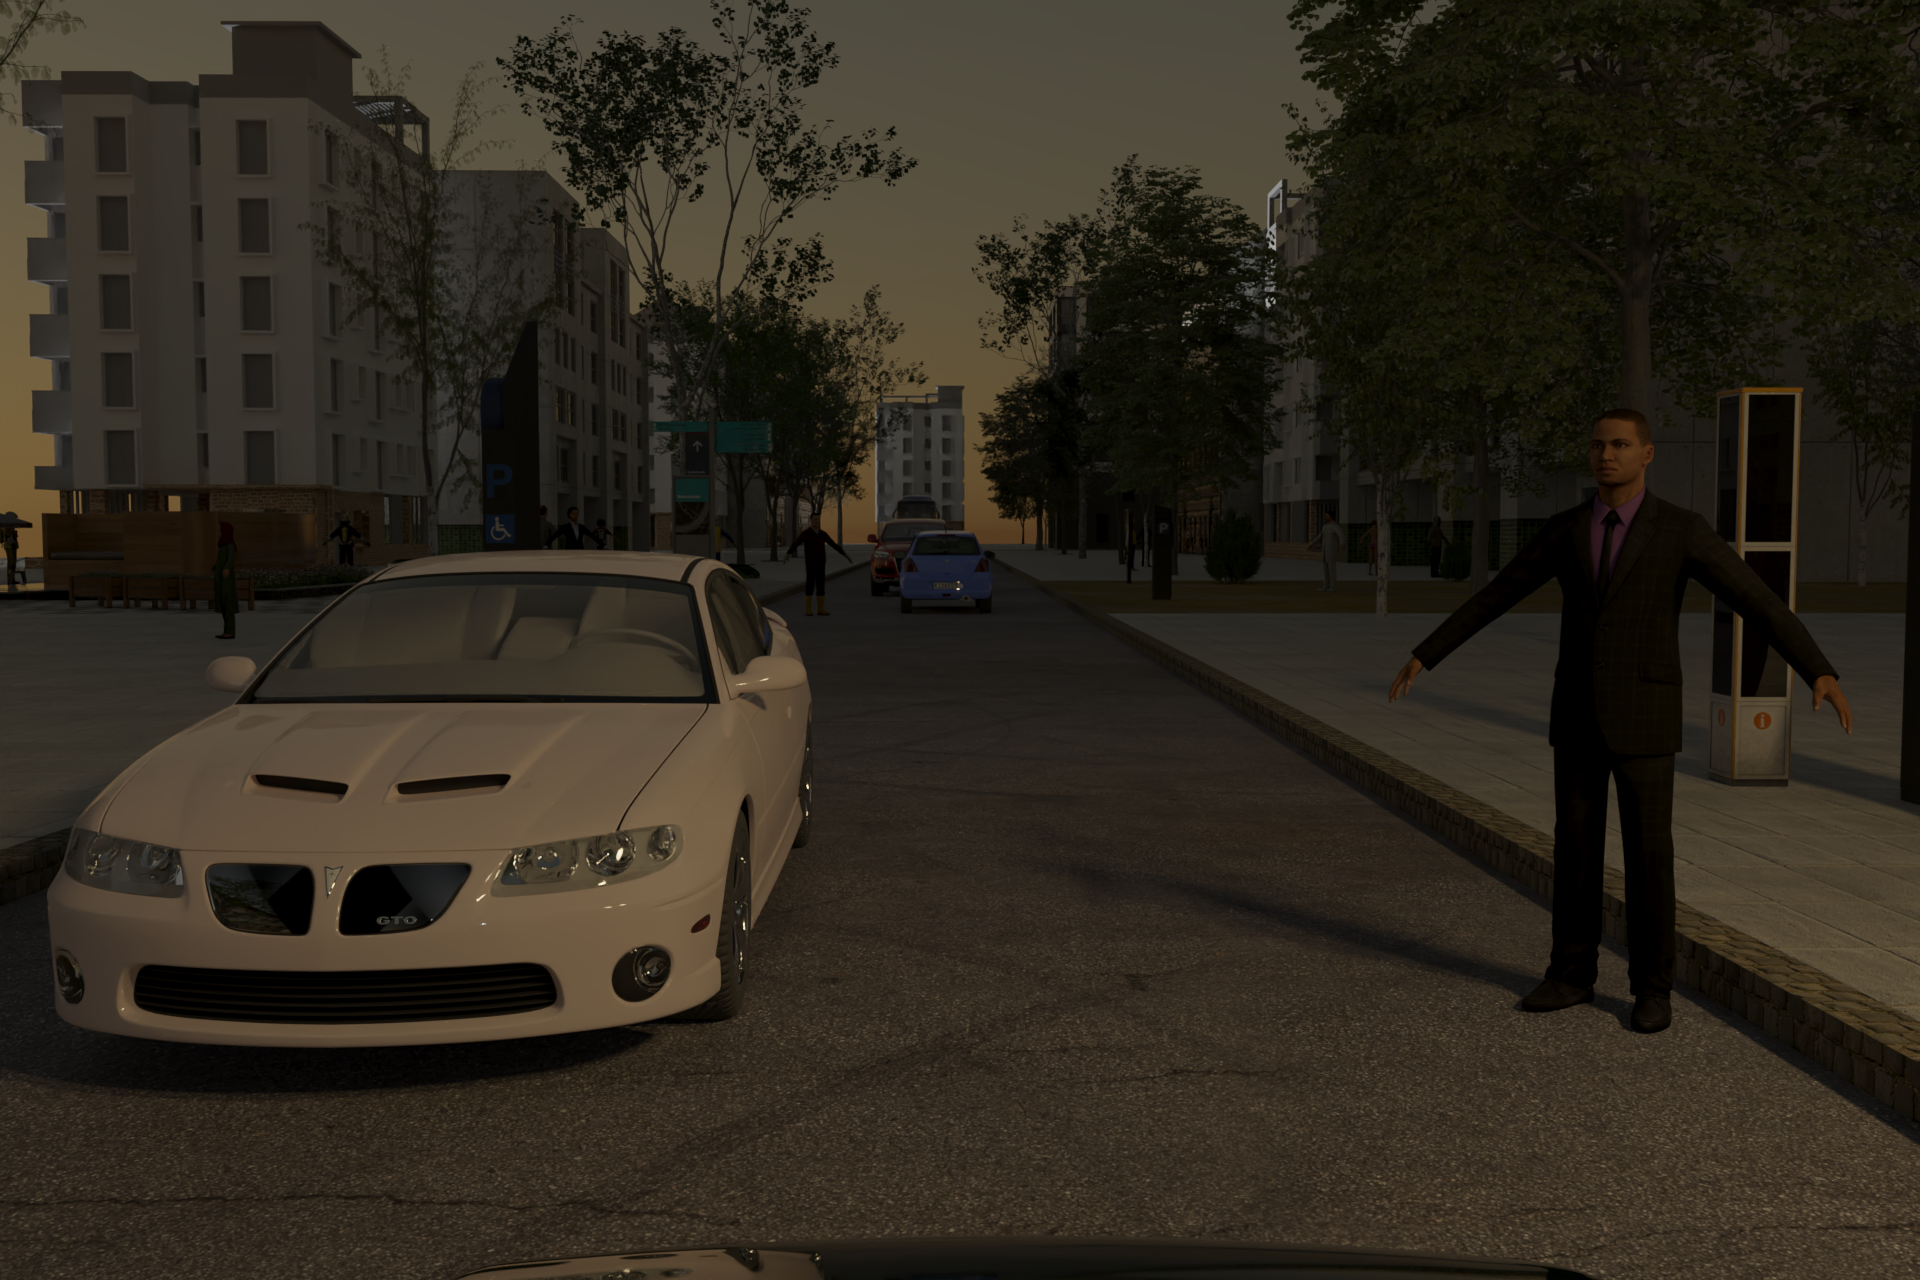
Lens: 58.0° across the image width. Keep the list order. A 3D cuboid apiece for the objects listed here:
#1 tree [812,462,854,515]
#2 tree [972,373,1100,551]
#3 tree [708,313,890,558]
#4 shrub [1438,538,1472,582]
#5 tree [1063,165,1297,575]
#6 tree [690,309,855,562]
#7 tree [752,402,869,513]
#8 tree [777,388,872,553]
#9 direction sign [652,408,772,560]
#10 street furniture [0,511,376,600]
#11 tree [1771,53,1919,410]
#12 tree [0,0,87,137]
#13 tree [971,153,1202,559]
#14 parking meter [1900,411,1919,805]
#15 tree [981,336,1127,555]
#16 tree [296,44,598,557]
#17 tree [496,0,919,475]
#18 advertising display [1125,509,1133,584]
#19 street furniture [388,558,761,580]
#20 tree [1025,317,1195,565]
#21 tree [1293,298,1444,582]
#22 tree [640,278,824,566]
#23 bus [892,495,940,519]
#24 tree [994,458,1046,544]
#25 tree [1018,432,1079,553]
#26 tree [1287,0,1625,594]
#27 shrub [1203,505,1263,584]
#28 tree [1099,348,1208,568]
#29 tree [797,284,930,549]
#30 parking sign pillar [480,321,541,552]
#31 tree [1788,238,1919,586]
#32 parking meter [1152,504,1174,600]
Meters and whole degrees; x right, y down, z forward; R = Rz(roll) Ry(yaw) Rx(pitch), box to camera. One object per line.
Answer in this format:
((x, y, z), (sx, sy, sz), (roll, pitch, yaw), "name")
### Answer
((-18.358, -18.986, 220.785), (12.009, 13.543, 11.850), (0, 3, 0), "tree")
((6.046, -13.875, 133.505), (9.857, 13.997, 8.962), (0, 3, 0), "tree")
((-9.016, -11.228, 93.950), (12.009, 13.543, 11.850), (0, 3, 0), "tree")
((13.292, -2.159, 46.409), (1.383, 1.207, 1.383), (0, 3, 0), "shrub")
((6.841, -8.310, 53.996), (7.486, 12.596, 7.792), (0, 3, 0), "tree")
((-8.742, -9.457, 80.378), (9.928, 11.665, 9.643), (0, 3, 0), "tree")
((-9.084, -10.543, 106.790), (7.601, 10.594, 8.767), (2, 4, 25), "tree")
((-9.486, -11.749, 117.849), (9.928, 11.665, 9.643), (0, 3, 0), "tree")
((-5.249, -2.965, 37.240), (2.525, 3.948, 1.411), (0, 4, -1), "direction sign")
((-15.325, -1.844, 36.997), (9.812, 1.723, 11.010), (0, 4, 2), "street furniture")
((21.235, -7.555, 33.890), (12.009, 13.543, 11.850), (0, 3, 0), "tree")
((-9.017, -3.775, 12.085), (4.360, 8.622, 3.978), (0, 3, 0), "tree")
((6.526, -14.196, 87.989), (12.611, 20.169, 13.585), (0, 3, 0), "tree")
((4.731, -0.153, 8.205), (0.399, 1.863, 0.255), (0, 4, 0), "parking meter")
((6.399, -12.080, 107.880), (12.009, 13.543, 11.850), (0, 3, 0), "tree")
((-8.516, -4.691, 27.058), (4.360, 8.622, 3.978), (0, 3, 0), "tree")
((-8.121, -12.204, 55.426), (12.611, 20.169, 13.585), (0, 3, 0), "tree")
((4.399, -2.441, 45.131), (0.123, 1.923, 0.974), (0, 3, 0), "advertising display")
((-10.673, -1.962, 47.700), (10.072, 0.657, 5.734), (0, 4, 1), "street furniture")
((6.506, -8.455, 72.650), (7.601, 10.594, 8.767), (1, 4, 19), "tree")
((11.146, -5.834, 45.744), (4.737, 8.622, 4.395), (0, 3, 0), "tree")
((-9.048, -8.860, 70.619), (9.928, 11.665, 9.643), (0, 3, 0), "tree")
((-2.721, -7.393, 112.416), (2.896, 3.916, 12.251), (0, 4, 0), "bus")
((7.919, -18.009, 220.202), (9.928, 11.665, 9.643), (0, 3, 0), "tree")
((5.620, -10.261, 118.122), (4.360, 8.622, 3.978), (0, 3, 0), "tree")
((10.674, -7.246, 36.601), (7.486, 12.596, 7.792), (0, 3, 0), "tree")
((7.085, -2.479, 44.958), (1.690, 2.028, 1.600), (0, 3, 0), "shrub")
((7.028, -7.042, 65.492), (4.360, 8.622, 3.978), (0, 3, 0), "tree")
((-8.707, -16.898, 132.163), (12.611, 20.169, 13.585), (0, 3, 0), "tree")
((-5.535, -2.013, 21.385), (1.447, 3.967, 1.447), (0, 4, -1), "parking sign pillar")
((22.334, -5.621, 42.262), (4.737, 8.622, 4.395), (0, 3, 0), "tree")
((3.970, -1.723, 33.877), (0.399, 1.863, 0.255), (0, 4, -2), "parking meter")
